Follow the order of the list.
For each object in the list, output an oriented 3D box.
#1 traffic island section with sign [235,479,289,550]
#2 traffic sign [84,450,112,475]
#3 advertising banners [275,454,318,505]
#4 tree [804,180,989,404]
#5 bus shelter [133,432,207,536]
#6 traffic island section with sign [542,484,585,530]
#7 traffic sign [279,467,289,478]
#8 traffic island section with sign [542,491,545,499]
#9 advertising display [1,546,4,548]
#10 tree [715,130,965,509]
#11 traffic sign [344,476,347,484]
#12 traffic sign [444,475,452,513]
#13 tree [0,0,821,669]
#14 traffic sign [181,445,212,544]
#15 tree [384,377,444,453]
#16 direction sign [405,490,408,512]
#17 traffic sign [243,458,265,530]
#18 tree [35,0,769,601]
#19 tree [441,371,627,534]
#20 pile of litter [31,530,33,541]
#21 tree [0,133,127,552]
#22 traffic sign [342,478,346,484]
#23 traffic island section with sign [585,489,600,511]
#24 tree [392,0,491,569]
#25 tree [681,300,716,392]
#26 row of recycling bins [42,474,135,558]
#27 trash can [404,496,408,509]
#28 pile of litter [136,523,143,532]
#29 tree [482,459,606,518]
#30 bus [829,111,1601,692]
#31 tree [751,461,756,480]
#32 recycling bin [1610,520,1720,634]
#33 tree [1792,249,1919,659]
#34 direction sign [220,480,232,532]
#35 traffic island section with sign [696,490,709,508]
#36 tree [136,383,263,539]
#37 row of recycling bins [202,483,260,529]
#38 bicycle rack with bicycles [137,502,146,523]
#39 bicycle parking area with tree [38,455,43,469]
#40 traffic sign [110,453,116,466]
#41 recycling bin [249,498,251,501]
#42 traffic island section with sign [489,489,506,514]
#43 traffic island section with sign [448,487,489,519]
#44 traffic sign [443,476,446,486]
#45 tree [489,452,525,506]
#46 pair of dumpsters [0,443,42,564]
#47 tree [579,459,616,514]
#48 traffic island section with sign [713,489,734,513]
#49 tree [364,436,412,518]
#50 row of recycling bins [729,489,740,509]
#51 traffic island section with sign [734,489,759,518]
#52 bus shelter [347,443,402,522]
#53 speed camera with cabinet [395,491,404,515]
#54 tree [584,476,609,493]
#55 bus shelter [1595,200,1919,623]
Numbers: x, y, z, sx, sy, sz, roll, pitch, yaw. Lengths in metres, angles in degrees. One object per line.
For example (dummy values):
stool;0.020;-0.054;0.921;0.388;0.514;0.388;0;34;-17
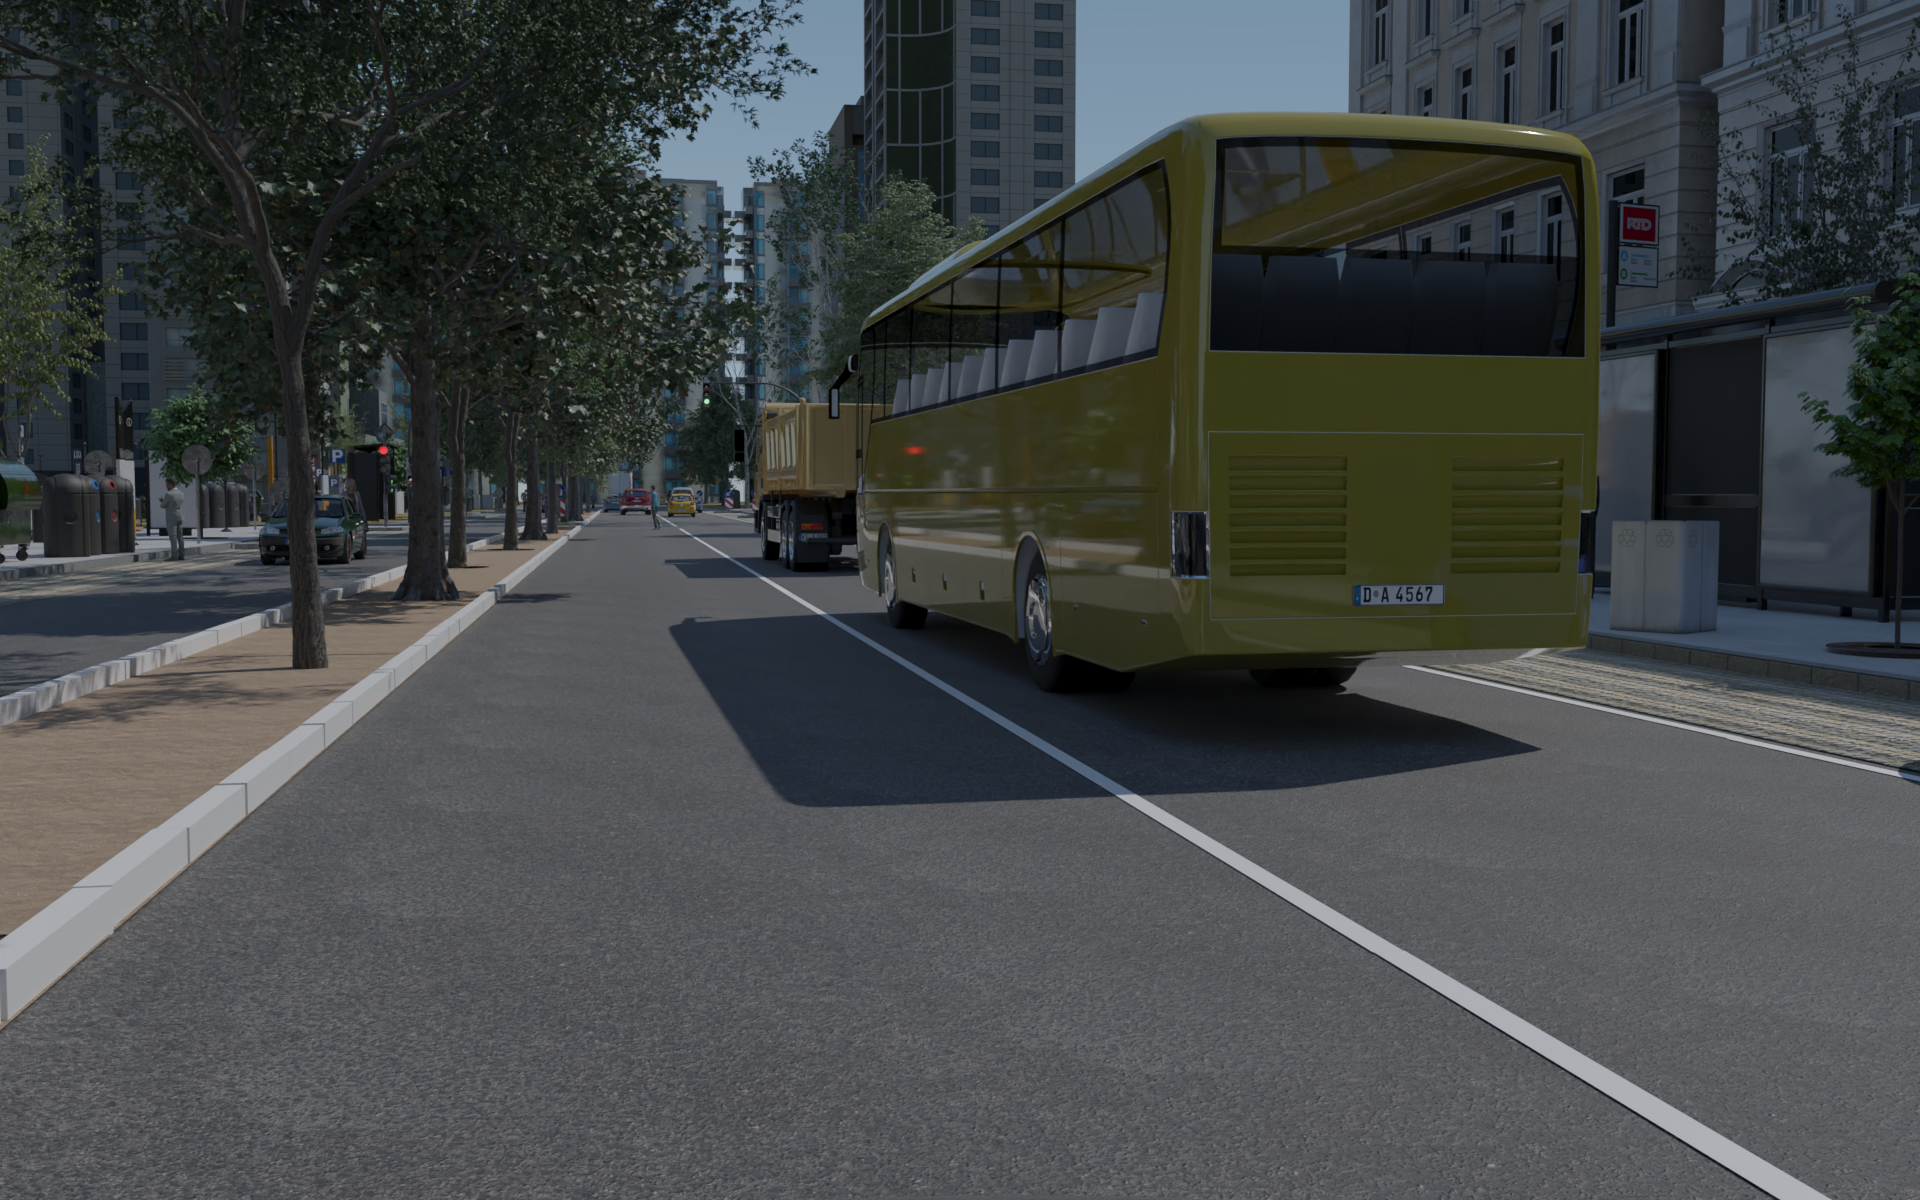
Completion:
traffic island section with sign;-17.811;-2.255;45.497;1.989;1.847;2.006;-1;4;-11
traffic sign;-25.002;-3.068;50.261;0.768;2.556;0.104;-1;4;-10
advertising banners;-29.105;-4.877;75.920;0.090;3.025;2.074;3;5;42
tree;-1.843;-8.900;63.648;7.486;12.596;7.792;0;3;0
bus shelter;-24.580;-3.760;55.398;2.014;3.302;5.546;-1;4;-11
traffic island section with sign;-17.735;-4.185;76.564;2.006;1.907;1.989;-1;4;-11
traffic sign;-30.954;-4.874;79.794;0.768;2.556;0.104;-1;4;-9
traffic island section with sign;-48.588;-11.896;203.121;1.989;1.847;2.006;-1;4;-11
advertising display;-23.173;-2.196;41.116;0.974;1.923;0.123;0;4;3
tree;-5.666;-14.242;88.738;12.611;20.169;13.585;0;3;0
traffic sign;-35.319;-6.050;100.100;0.795;2.450;0.064;0;4;-4
traffic sign;-33.663;-6.993;114.448;0.768;2.556;0.104;0;4;-6
tree;-5.372;-4.731;14.228;8.767;10.594;7.601;-1;4;-11
traffic sign;-19.729;-2.734;44.813;0.768;2.556;0.104;0;4;-8
tree;-32.426;-9.422;104.413;4.737;8.622;4.395;0;3;0
direction sign;-38.861;-7.913;121.382;0.876;3.537;0.379;2;4;34
traffic sign;-25.260;-3.786;61.999;0.768;2.556;0.104;0;4;-4
tree;-7.249;-6.347;23.237;9.611;12.733;9.660;0;3;0
tree;-14.924;-8.688;62.627;7.486;12.596;7.792;0;3;0
pile of litter;-25.767;-2.083;48.026;1.176;0.858;1.719;-2;4;-27
tree;-19.534;-5.230;35.879;4.737;8.622;4.395;0;3;0
traffic sign;-34.930;-5.884;97.385;0.795;2.450;0.064;0;4;-5
traffic island section with sign;-32.138;-8.696;150.315;2.006;1.907;1.989;-1;4;-11
tree;-9.537;-6.400;32.861;9.928;11.665;9.643;0;3;0
tree;-17.884;-17.886;148.322;12.611;20.169;13.585;0;3;0
row of recycling bins;-18.394;-1.800;36.538;1.069;1.692;3.534;0;4;-7
trash can;-46.762;-8.199;145.703;0.748;1.137;0.748;0;3;0
pile of litter;-28.391;-2.749;58.914;1.176;0.858;1.719;3;4;36
tree;-23.003;-11.791;101.898;9.857;13.997;8.962;0;3;0
bus;1.114;-1.465;15.498;2.896;3.916;12.252;-1;4;-12
tree;-12.537;-8.159;117.119;4.285;4.588;4.351;0;3;0
recycling bin;6.624;-0.228;16.287;0.722;1.027;0.722;-3;5;-40
tree;7.414;-1.175;13.817;1.663;3.219;1.824;0;3;0
direction sign;-24.905;-4.079;58.696;0.876;3.537;0.379;1;4;23
traffic island section with sign;-27.009;-10.408;178.792;1.989;1.847;2.006;-1;4;-11
tree;-21.933;-4.037;49.727;4.285;4.588;4.351;0;3;0
row of recycling bins;-28.173;-3.591;65.818;1.069;1.692;3.534;1;4;9
bicycle rack with bicycles;-37.377;-3.934;77.701;2.925;0.926;2.852;1;4;14
bicycle parking area with tree;-65.735;-8.711;129.430;8.231;4.147;9.016;-1;4;-23
traffic sign;-26.153;-3.287;53.849;0.768;2.556;0.104;0;4;-1
recycling bin;-47.723;-6.408;117.332;0.722;1.027;0.722;-2;4;-29
traffic island section with sign;-33.590;-7.201;126.360;1.989;1.847;2.006;-1;4;-11
traffic island section with sign;-28.438;-5.582;99.900;1.989;1.847;2.006;-1;4;-11
traffic sign;-36.490;-7.456;122.003;0.768;2.556;0.104;0;4;-1
tree;-47.188;-14.068;180.370;4.737;8.622;4.395;0;3;0
pair of dumpsters;-17.950;-1.744;31.006;1.574;2.255;4.437;-1;4;-11
tree;-26.607;-12.750;121.296;12.009;13.543;11.850;0;3;0
traffic island section with sign;-17.517;-7.433;130.163;1.989;1.847;2.006;-1;4;-11
tree;-30.747;-6.687;93.050;4.285;4.588;4.351;0;3;0
row of recycling bins;-19.695;-8.831;151.504;1.069;1.692;3.534;-1;4;-10
traffic island section with sign;-12.228;-5.778;103.090;1.989;1.847;2.006;-1;4;-11
bus shelter;-27.649;-5.547;81.969;1.731;3.624;6.357;-1;4;-11
speed camera with cabinet;-35.523;-6.965;108.218;0.660;3.252;2.038;1;4;11
tree;-29.660;-11.327;138.015;4.737;8.622;4.395;0;3;0
bus shelter;9.160;-2.678;21.424;2.179;5.291;8.768;-1;4;-11
